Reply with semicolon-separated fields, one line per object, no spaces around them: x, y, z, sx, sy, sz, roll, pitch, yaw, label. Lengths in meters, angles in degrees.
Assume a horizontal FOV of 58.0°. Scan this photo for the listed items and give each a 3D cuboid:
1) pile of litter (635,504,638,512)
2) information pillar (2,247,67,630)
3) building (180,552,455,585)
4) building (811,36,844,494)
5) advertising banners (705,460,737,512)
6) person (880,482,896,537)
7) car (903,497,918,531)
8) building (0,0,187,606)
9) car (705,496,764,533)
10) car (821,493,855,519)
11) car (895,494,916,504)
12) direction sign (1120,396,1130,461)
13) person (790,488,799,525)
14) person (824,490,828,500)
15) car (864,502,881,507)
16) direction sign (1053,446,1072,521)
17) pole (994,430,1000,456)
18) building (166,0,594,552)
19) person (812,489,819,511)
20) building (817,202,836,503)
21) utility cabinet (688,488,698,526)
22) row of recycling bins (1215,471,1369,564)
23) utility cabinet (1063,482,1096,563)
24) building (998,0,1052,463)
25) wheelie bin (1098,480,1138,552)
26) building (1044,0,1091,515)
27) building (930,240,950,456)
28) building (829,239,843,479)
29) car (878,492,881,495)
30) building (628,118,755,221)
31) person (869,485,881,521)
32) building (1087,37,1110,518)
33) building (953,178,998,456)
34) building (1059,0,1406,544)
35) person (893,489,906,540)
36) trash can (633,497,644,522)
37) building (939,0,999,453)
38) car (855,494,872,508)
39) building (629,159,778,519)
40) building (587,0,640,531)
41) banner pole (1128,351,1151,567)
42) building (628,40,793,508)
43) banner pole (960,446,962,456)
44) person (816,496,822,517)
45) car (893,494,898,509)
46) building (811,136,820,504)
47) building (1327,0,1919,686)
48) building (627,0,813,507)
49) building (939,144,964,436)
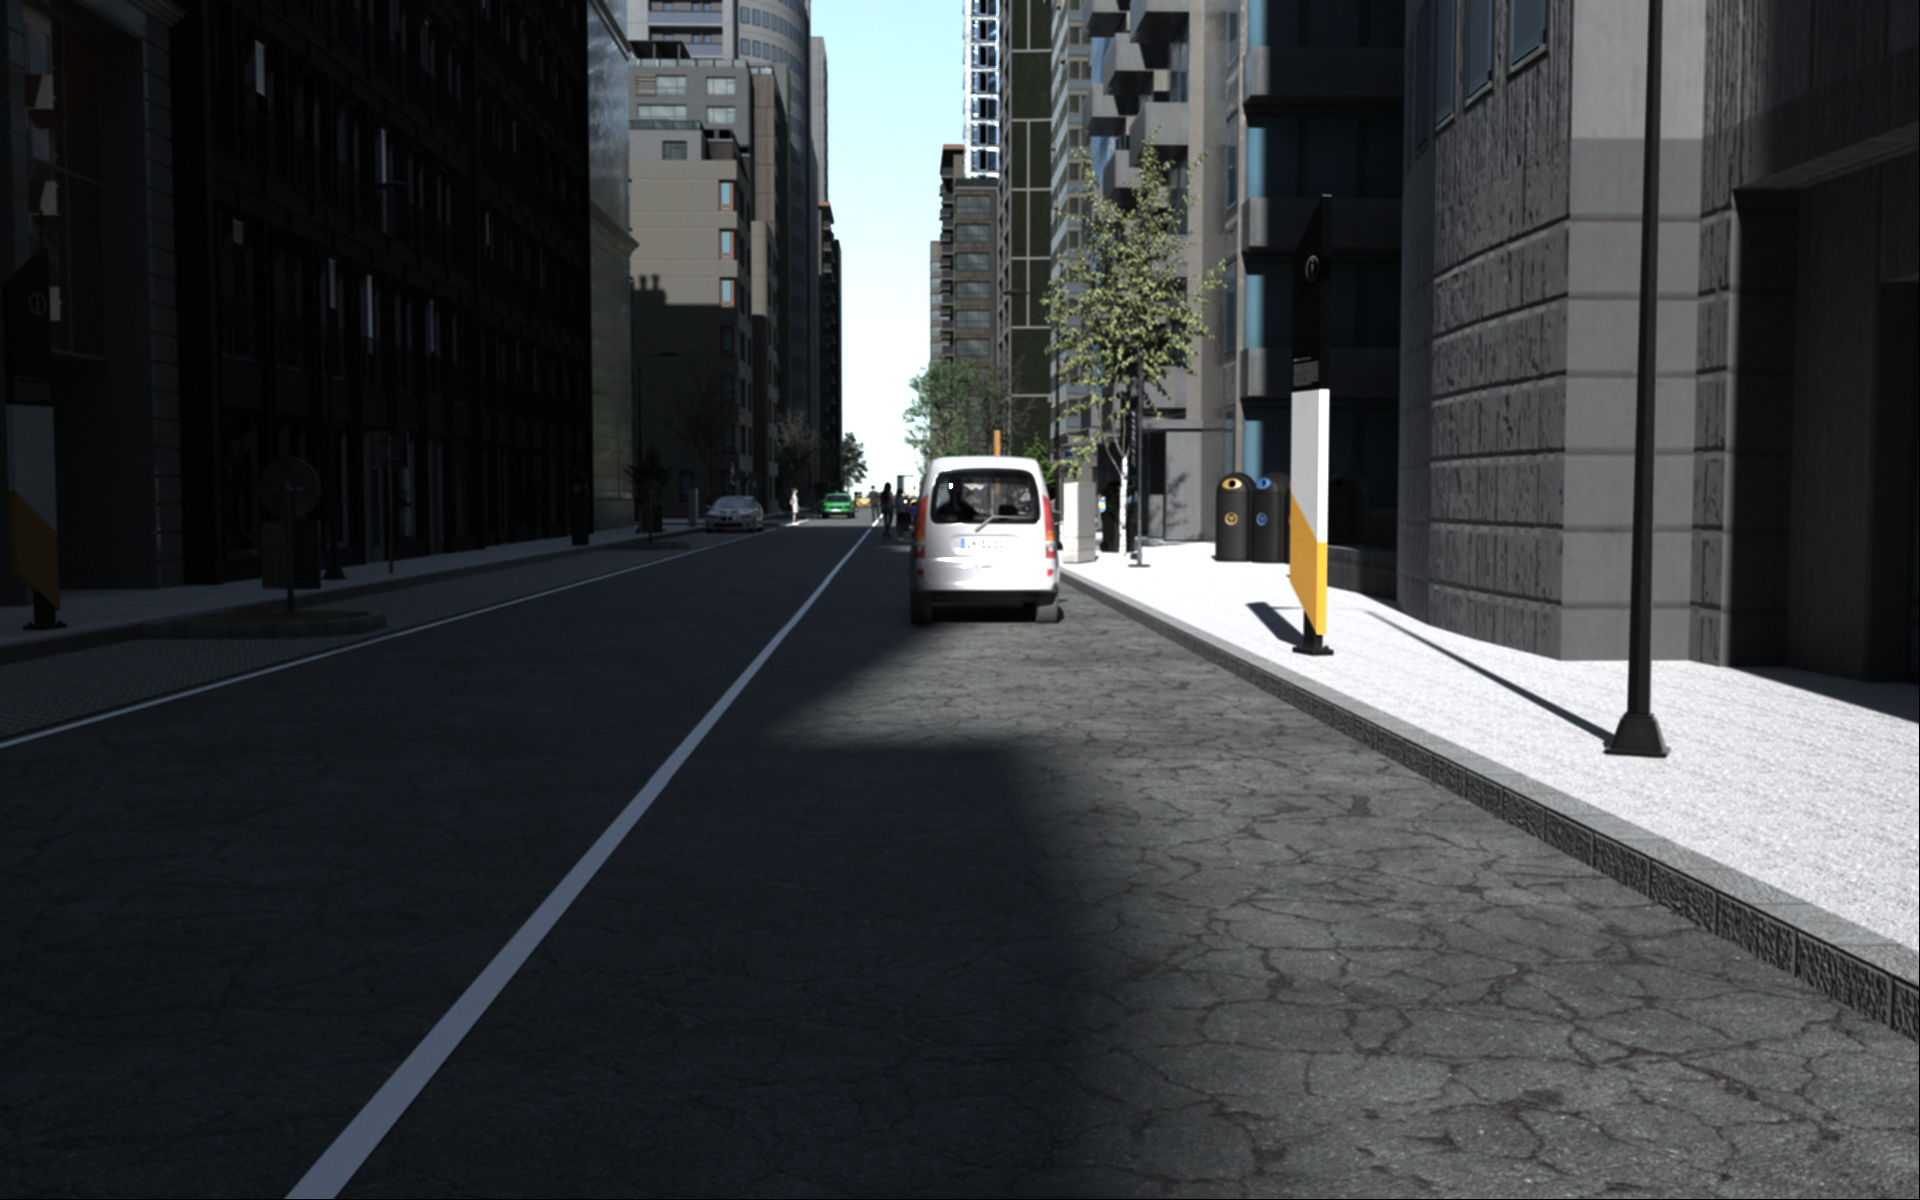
-15.279;-4.200;82.627;1.719;0.858;1.176;-2;4;-25;pile of litter
-8.731;-1.525;16.296;0.183;3.616;0.504;1;4;17;information pillar
-16.883;-12.335;31.356;12.332;23.373;15.834;0;4;-2;building
-29.118;-51.239;276.001;20.563;71.187;20.611;0;4;-2;building
-12.215;-5.663;88.778;2.074;3.025;0.090;2;4;31;advertising banners
-2.376;-2.995;57.470;0.555;1.821;0.388;0;4;3;person
-1.465;-3.421;68.521;1.945;1.354;3.894;0;4;-4;car
-15.709;-14.123;8.412;11.434;29.767;29.804;0;4;-2;building
-8.515;-3.256;65.591;2.083;1.381;4.827;0;4;-1;car
-7.227;-5.751;102.831;1.959;1.807;4.718;0;3;0;car
-4.089;-7.642;135.170;2.015;1.641;3.980;0;4;-4;car
3.853;-2.959;40.381;0.379;3.537;0.876;-1;4;-8;direction sign
-7.683;-4.353;80.683;0.522;1.701;0.512;-1;4;-22;person
-9.499;-7.065;124.587;0.480;1.755;0.524;0;4;6;person
-9.882;-11.224;195.867;2.083;1.381;4.827;0;3;0;car
4.838;-5.489;81.737;0.876;3.537;0.379;0;4;0;direction sign
1.180;-3.761;55.341;0.158;3.312;0.155;0;3;0;pole
-17.802;-13.332;47.656;12.332;23.373;15.834;0;4;-2;building
-11.387;-7.766;135.430;0.822;1.834;0.622;-1;4;-13;person
-29.416;-36.516;251.663;22.147;44.769;28.867;0;4;-2;building
-10.585;-3.668;68.644;0.318;1.500;1.173;0;4;-5;utility cabinet
6.116;-1.525;32.044;1.069;1.692;3.534;-3;4;-36;row of recycling bins
2.228;-1.453;32.432;0.318;1.500;1.173;1;4;21;utility cabinet
11.718;-43.014;141.524;20.563;71.187;20.611;0;4;-2;building
3.544;-1.856;38.252;0.980;1.594;0.693;-2;4;-31;wheelie bin
18.526;-25.529;109.278;32.217;40.220;23.993;0;4;-2;building
2.102;-36.488;280.170;14.154;41.232;14.086;0;4;-2;building
-27.152;-39.397;294.242;14.600;45.320;14.200;0;4;-2;building
-13.854;-18.381;309.206;2.281;1.827;5.304;0;4;-2;car
-23.742;-22.343;137.011;14.160;30.474;14.107;0;4;-2;building
-4.565;-5.183;92.611;0.648;1.900;0.474;0;4;-1;person
14.137;-26.656;85.935;14.200;45.320;14.600;0;4;-2;building
6.342;-23.819;161.138;14.160;30.474;14.107;0;4;-2;building
15.724;-26.543;53.590;23.786;49.044;30.456;0;4;-2;building
-1.861;-2.654;53.711;0.330;1.601;0.589;1;4;22;person
-14.806;-4.142;79.368;0.748;1.137;0.748;0;3;0;trash can
9.247;-53.177;182.110;22.319;86.520;31.000;0;4;-2;building
-10.140;-10.606;183.636;2.015;1.641;3.980;0;4;-4;car
-25.853;-15.832;103.893;27.650;21.520;28.899;0;4;-2;building
-24.858;-16.193;62.013;25.104;27.353;12.463;0;4;-2;building
3.125;-2.490;30.731;0.401;3.779;0.863;-1;4;-11;banner pole
-22.945;-29.097;159.326;14.154;41.232;14.086;0;4;-2;building
0.039;-6.126;90.174;0.401;3.779;0.863;0;4;-4;banner pole
-8.663;-5.771;107.112;0.590;1.304;0.306;-2;4;-27;person
-5.533;-9.348;162.629;2.009;1.686;4.222;0;4;-1;car
-24.837;-34.619;216.139;14.600;45.320;14.200;0;4;-2;building
15.031;-28.862;13.886;21.231;58.520;28.212;0;4;-2;building
-26.596;-39.009;179.794;21.231;58.520;28.212;0;4;-2;building
8.554;-34.216;214.051;22.147;44.769;28.867;0;4;-2;building
